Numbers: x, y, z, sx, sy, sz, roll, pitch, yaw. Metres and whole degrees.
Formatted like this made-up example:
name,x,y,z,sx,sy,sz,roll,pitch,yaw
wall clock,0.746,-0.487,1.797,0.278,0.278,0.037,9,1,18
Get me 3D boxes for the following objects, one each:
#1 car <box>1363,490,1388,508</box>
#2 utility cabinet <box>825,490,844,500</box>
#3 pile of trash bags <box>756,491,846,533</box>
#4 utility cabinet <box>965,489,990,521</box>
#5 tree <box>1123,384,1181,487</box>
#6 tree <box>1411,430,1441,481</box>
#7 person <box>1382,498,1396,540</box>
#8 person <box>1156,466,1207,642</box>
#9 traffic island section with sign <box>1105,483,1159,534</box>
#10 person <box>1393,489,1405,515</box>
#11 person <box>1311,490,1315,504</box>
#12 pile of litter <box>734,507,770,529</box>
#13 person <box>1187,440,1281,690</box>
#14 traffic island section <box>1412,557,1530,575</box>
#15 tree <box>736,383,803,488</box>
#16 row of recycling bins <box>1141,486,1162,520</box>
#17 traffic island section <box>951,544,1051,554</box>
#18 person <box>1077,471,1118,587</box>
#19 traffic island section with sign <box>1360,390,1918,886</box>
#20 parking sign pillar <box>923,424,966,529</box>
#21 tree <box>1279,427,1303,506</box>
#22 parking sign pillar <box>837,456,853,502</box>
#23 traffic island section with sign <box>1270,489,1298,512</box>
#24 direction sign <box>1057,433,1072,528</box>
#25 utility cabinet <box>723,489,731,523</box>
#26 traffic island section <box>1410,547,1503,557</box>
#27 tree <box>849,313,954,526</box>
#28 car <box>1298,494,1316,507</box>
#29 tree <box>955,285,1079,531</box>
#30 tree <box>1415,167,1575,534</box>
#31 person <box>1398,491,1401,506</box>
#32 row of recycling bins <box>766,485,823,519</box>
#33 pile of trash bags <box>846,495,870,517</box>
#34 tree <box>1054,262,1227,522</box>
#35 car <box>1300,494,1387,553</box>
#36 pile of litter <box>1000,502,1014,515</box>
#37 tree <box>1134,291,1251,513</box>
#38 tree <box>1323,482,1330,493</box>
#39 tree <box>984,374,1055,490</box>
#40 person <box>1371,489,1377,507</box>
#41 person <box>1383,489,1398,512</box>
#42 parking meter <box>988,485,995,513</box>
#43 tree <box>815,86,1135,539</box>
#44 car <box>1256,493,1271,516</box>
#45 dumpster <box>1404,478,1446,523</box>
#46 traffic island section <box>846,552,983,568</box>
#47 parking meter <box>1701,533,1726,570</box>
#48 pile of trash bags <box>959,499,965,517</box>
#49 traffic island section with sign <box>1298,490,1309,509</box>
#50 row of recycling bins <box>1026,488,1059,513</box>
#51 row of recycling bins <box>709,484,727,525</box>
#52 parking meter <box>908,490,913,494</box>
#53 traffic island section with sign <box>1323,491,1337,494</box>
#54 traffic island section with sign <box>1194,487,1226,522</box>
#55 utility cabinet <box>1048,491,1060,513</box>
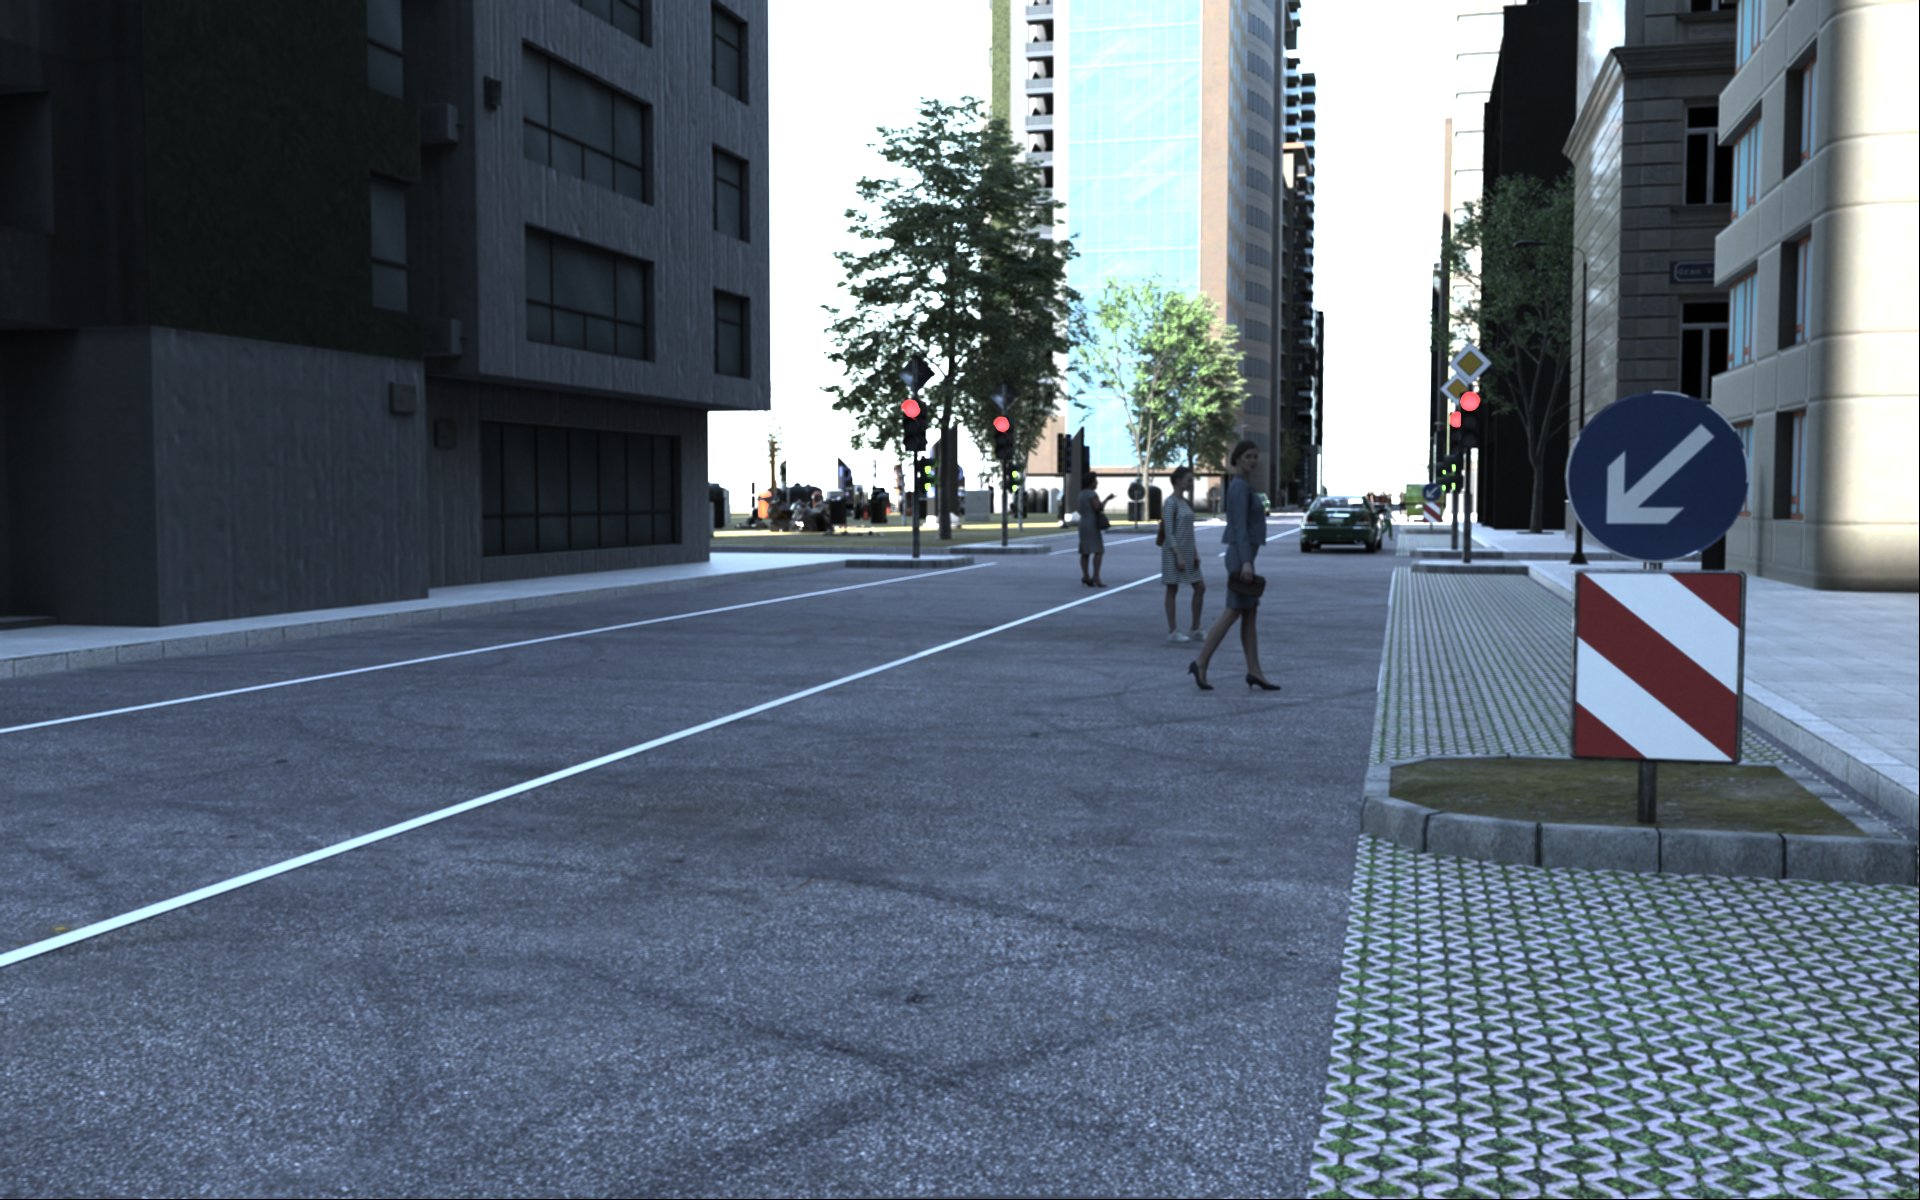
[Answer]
name,x,y,z,sx,sy,sz,roll,pitch,yaw
car,36.235,-8.687,150.701,2.281,1.827,5.304,1,4,15
utility cabinet,-6.469,-4.949,89.597,0.318,1.500,1.173,2,4,34
pile of trash bags,-5.796,-2.995,58.722,1.912,1.369,3.447,-3,5,-44
utility cabinet,0.824,-4.470,81.769,1.173,1.500,0.318,0,4,7
tree,12.113,-9.714,109.185,4.360,8.622,3.978,0,3,0
tree,52.701,-14.857,193.268,4.360,8.622,3.978,0,3,0
person,13.262,-2.514,53.845,0.590,1.304,0.306,2,4,27
person,2.142,-0.448,16.831,0.522,1.701,0.512,2,4,34
traffic island section with sign,6.468,-3.361,63.587,1.989,1.847,2.006,1,4,14
person,30.431,-6.758,119.126,1.348,1.807,0.705,-1,4,-11
person,31.656,-8.912,154.741,0.617,1.759,0.750,-2,4,-31
pile of litter,-7.688,-3.098,64.617,1.176,0.858,1.719,-3,5,-42
person,2.020,-0.254,12.681,0.654,1.822,0.581,2,4,23
traffic island section,9.448,-0.609,32.231,2.009,0.180,2.903,1,4,14
tree,-11.767,-9.707,109.074,4.360,8.622,3.978,0,3,0
row of recycling bins,9.731,-4.967,88.320,1.069,1.692,3.534,0,4,4
traffic island section,1.077,-1.244,42.619,2.009,0.180,2.903,1,4,14
person,2.138,-1.096,26.785,0.532,1.782,0.716,-2,4,-24
traffic island section with sign,2.763,0.072,7.445,1.989,1.847,2.006,1,4,14
parking sign pillar,-0.639,-4.635,64.254,1.447,3.967,1.447,3,5,42
tree,35.660,-14.638,189.688,4.737,8.622,4.395,0,3,0
parking sign pillar,-8.078,-8.159,121.877,1.447,3.967,1.447,3,4,39
traffic island section with sign,25.877,-7.988,139.229,1.989,1.847,2.006,1,4,14
direction sign,3.921,-4.467,65.035,0.379,3.537,0.876,3,4,38
utility cabinet,-10.705,-4.149,76.515,1.173,1.500,0.318,2,4,28
traffic island section,11.433,-1.082,39.967,2.009,0.180,2.903,1,4,14
tree,-2.335,-7.284,69.459,4.360,8.622,3.978,0,3,0
car,34.658,-9.822,172.589,2.014,1.417,4.499,1,4,14
tree,2.076,-6.670,59.424,4.360,8.622,3.978,0,3,0
tree,18.567,-7.938,55.537,9.928,11.665,9.643,0,3,0
person,53.137,-12.250,208.796,0.705,1.822,1.348,-1,4,-17
row of recycling bins,-8.707,-5.168,91.607,3.534,1.692,1.069,-3,5,-42
pile of trash bags,-6.045,-5.431,98.549,1.912,1.369,3.447,-2,4,-33
tree,8.403,-9.388,79.251,9.928,11.665,9.643,0,3,0
car,9.673,-1.955,43.769,2.131,1.459,4.920,1,4,16
pile of litter,3.126,-5.787,108.588,1.176,0.858,1.719,-1,4,-11
tree,12.768,-10.959,97.310,7.486,12.596,7.792,0,3,0
tree,56.948,-16.877,270.547,1.663,3.219,1.824,0,3,0
tree,3.564,-9.234,101.331,4.737,8.622,4.395,0,3,0
person,32.049,-7.684,134.138,0.705,1.822,1.348,2,4,30
person,34.427,-7.948,138.590,1.348,1.807,0.705,3,5,42
parking meter,2.080,-6.724,115.653,0.399,1.863,0.255,-2,4,-24
tree,-0.028,-7.991,48.781,7.486,12.596,7.792,0,3,0
car,18.607,-6.169,109.653,1.959,1.807,4.718,1,4,16
dumpster,23.062,-4.951,85.894,1.985,2.255,1.502,1,4,15
traffic island section,-0.908,-0.771,34.884,2.009,0.180,2.903,1,4,14
parking meter,11.841,-1.313,27.180,0.255,1.863,0.399,3,5,42
pile of trash bags,0.024,-5.898,106.176,1.912,1.369,3.447,-2,4,-24
traffic island section with sign,32.666,-9.605,165.662,1.989,1.847,2.006,1,4,14
row of recycling bins,6.047,-6.735,117.224,3.534,1.692,1.069,2,4,26
row of recycling bins,-10.661,-3.882,70.587,1.069,1.692,3.534,1,4,22
parking meter,-2.933,-5.794,103.149,0.372,1.533,0.369,0,3,0
traffic island section with sign,46.269,-12.846,218.660,1.989,1.847,2.006,1,4,14
traffic island section with sign,13.259,-4.979,90.040,1.989,1.847,2.006,1,4,14
utility cabinet,6.376,-6.422,113.679,1.173,1.500,0.318,-2,4,-29
